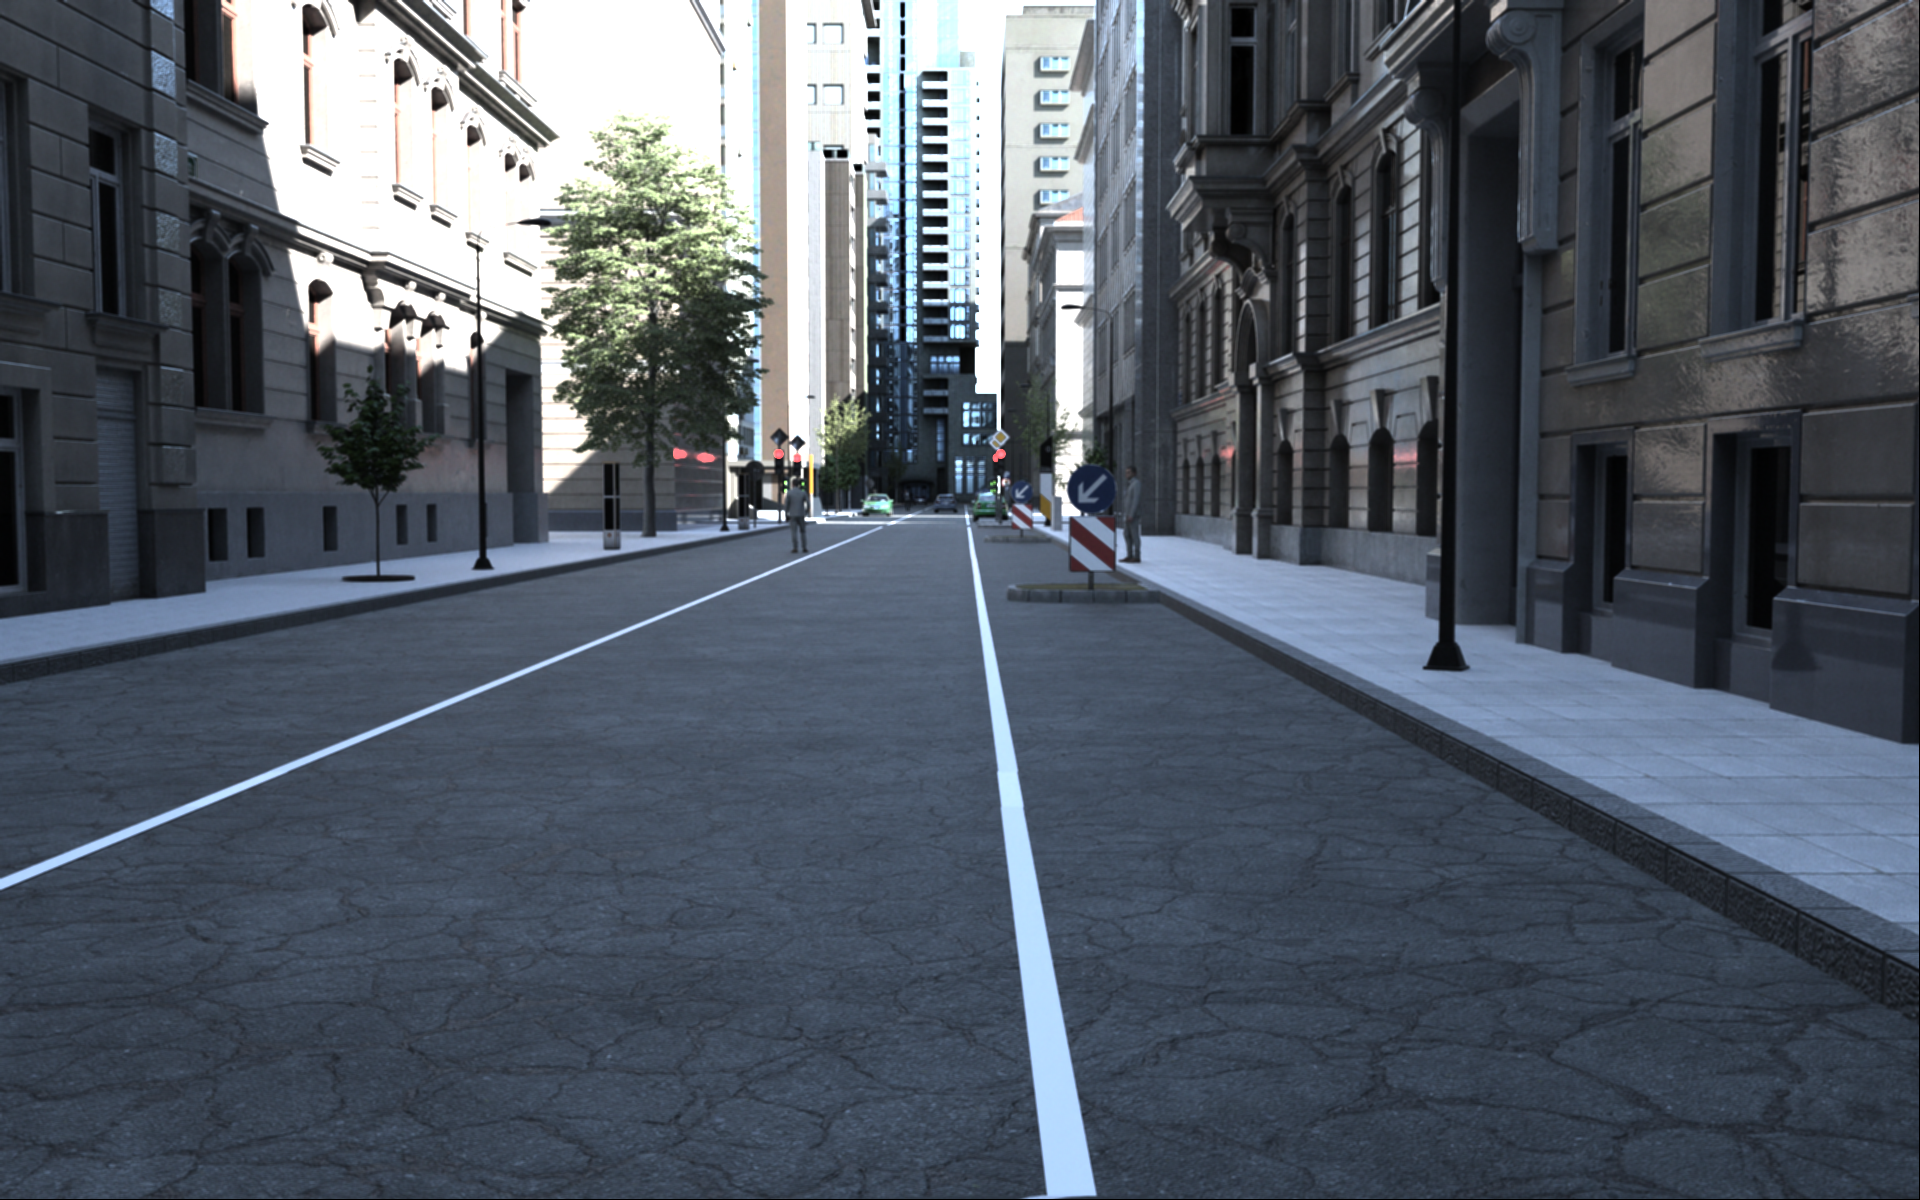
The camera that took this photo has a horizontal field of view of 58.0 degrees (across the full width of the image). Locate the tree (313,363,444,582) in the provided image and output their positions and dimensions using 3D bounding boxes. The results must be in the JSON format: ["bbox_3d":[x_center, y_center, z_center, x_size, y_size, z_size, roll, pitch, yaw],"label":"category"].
[{"bbox_3d":[-8.749,-1.909,25.817,1.663,3.219,1.824,0,3,0],"label":"tree"}]

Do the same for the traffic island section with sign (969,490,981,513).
[{"bbox_3d":[1.876,-7.666,133.960,1.989,1.847,2.006,0,3,0],"label":"traffic island section with sign"}]

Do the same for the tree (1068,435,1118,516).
[{"bbox_3d":[4.364,-3.811,56.915,1.663,3.219,1.824,0,3,0],"label":"tree"}]

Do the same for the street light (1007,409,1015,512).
[{"bbox_3d":[3.273,-7.499,95.157,1.470,5.913,1.316,0,3,0],"label":"street light"}]

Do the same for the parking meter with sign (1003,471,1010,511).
[{"bbox_3d":[3.577,-8.318,132.259,0.543,3.016,1.738,0,4,0],"label":"parking meter with sign"}]

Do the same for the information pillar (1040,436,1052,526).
[{"bbox_3d":[3.447,-4.748,68.984,0.504,3.616,0.183,0,4,8],"label":"information pillar"}]

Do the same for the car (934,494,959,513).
[{"bbox_3d":[-1.080,-7.459,133.959,2.014,1.417,4.499,0,4,1],"label":"car"}]

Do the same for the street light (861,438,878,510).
[{"bbox_3d":[-7.419,-10.415,142.834,1.470,5.913,1.316,0,3,0],"label":"street light"}]

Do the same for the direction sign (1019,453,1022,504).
[{"bbox_3d":[3.378,-6.410,96.806,0.379,3.537,0.876,0,4,-4],"label":"direction sign"}]

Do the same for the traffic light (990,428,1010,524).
[{"bbox_3d":[1.708,-5.180,73.621,0.839,4.253,0.868,0,3,0],"label":"traffic light"}]

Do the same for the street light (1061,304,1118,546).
[{"bbox_3d":[3.170,-4.282,42.559,1.470,5.913,1.316,0,3,0],"label":"street light"}]

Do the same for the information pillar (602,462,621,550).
[{"bbox_3d":[-8.052,-2.174,40.033,0.304,2.012,0.304,1,4,12],"label":"information pillar"}]

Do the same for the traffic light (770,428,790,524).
[{"bbox_3d":[-7.654,-5.181,73.624,0.839,4.253,0.868,0,3,0],"label":"traffic light"}]

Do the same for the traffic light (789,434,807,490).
[{"bbox_3d":[-7.637,-5.669,81.609,0.839,4.253,0.868,0,3,0],"label":"traffic light"}]

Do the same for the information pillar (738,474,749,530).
[{"bbox_3d":[-7.779,-3.535,62.288,0.304,2.012,0.304,1,4,20],"label":"information pillar"}]

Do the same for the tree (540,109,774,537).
[{"bbox_3d":[-9.163,-8.187,51.993,7.486,12.596,7.792,0,3,0],"label":"tree"}]

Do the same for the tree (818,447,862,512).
[{"bbox_3d":[-8.438,-8.455,121.958,4.285,4.588,4.351,0,3,0],"label":"tree"}]

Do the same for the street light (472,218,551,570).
[{"bbox_3d":[-7.580,-3.472,29.302,1.470,5.913,1.316,0,3,0],"label":"street light"}]

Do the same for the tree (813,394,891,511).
[{"bbox_3d":[-8.754,-11.230,133.967,4.737,8.622,4.395,0,3,0],"label":"tree"}]

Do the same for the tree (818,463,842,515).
[{"bbox_3d":[-8.078,-6.907,107.528,1.663,3.219,1.824,0,3,0],"label":"tree"}]

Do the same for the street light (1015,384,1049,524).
[{"bbox_3d":[3.200,-6.173,73.470,1.470,5.913,1.316,0,3,0],"label":"street light"}]

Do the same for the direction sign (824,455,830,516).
[{"bbox_3d":[-7.795,-6.675,101.141,0.379,3.537,0.876,0,4,-7],"label":"direction sign"}]

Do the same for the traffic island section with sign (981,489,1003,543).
[{"bbox_3d":[1.718,-2.638,51.767,1.989,1.847,2.006,0,3,0],"label":"traffic island section with sign"}]

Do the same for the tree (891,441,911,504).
[{"bbox_3d":[-8.651,-17.385,234.614,4.737,8.622,4.395,0,3,0],"label":"tree"}]

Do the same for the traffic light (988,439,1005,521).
[{"bbox_3d":[1.724,-5.669,81.606,0.839,4.253,0.868,0,3,0],"label":"traffic light"}]

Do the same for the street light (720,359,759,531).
[{"bbox_3d":[-7.598,-5.333,59.733,1.470,5.913,1.316,0,3,0],"label":"street light"}]

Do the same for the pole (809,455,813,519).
[{"bbox_3d":[-7.780,-5.896,90.249,0.158,3.312,0.155,0,3,0],"label":"pole"}]

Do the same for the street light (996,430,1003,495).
[{"bbox_3d":[3.262,-9.335,125.173,1.470,5.913,1.316,0,3,0],"label":"street light"}]

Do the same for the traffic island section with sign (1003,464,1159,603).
[{"bbox_3d":[1.647,-0.926,23.773,1.989,1.847,2.006,0,3,0],"label":"traffic island section with sign"}]

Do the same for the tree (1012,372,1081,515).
[{"bbox_3d":[5.035,-9.379,103.715,4.737,8.622,4.395,0,3,0],"label":"tree"}]

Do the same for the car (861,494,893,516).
[{"bbox_3d":[-5.374,-6.191,113.023,2.131,1.459,4.920,0,4,0],"label":"car"}]

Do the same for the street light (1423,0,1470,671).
[{"bbox_3d":[3.029,-2.447,12.544,1.470,5.913,1.316,0,3,0],"label":"street light"}]

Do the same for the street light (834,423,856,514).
[{"bbox_3d":[-7.461,-8.559,112.473,1.470,5.913,1.316,0,3,0],"label":"street light"}]

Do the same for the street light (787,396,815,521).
[{"bbox_3d":[-7.526,-6.682,81.798,1.470,5.913,1.316,0,3,0],"label":"street light"}]
